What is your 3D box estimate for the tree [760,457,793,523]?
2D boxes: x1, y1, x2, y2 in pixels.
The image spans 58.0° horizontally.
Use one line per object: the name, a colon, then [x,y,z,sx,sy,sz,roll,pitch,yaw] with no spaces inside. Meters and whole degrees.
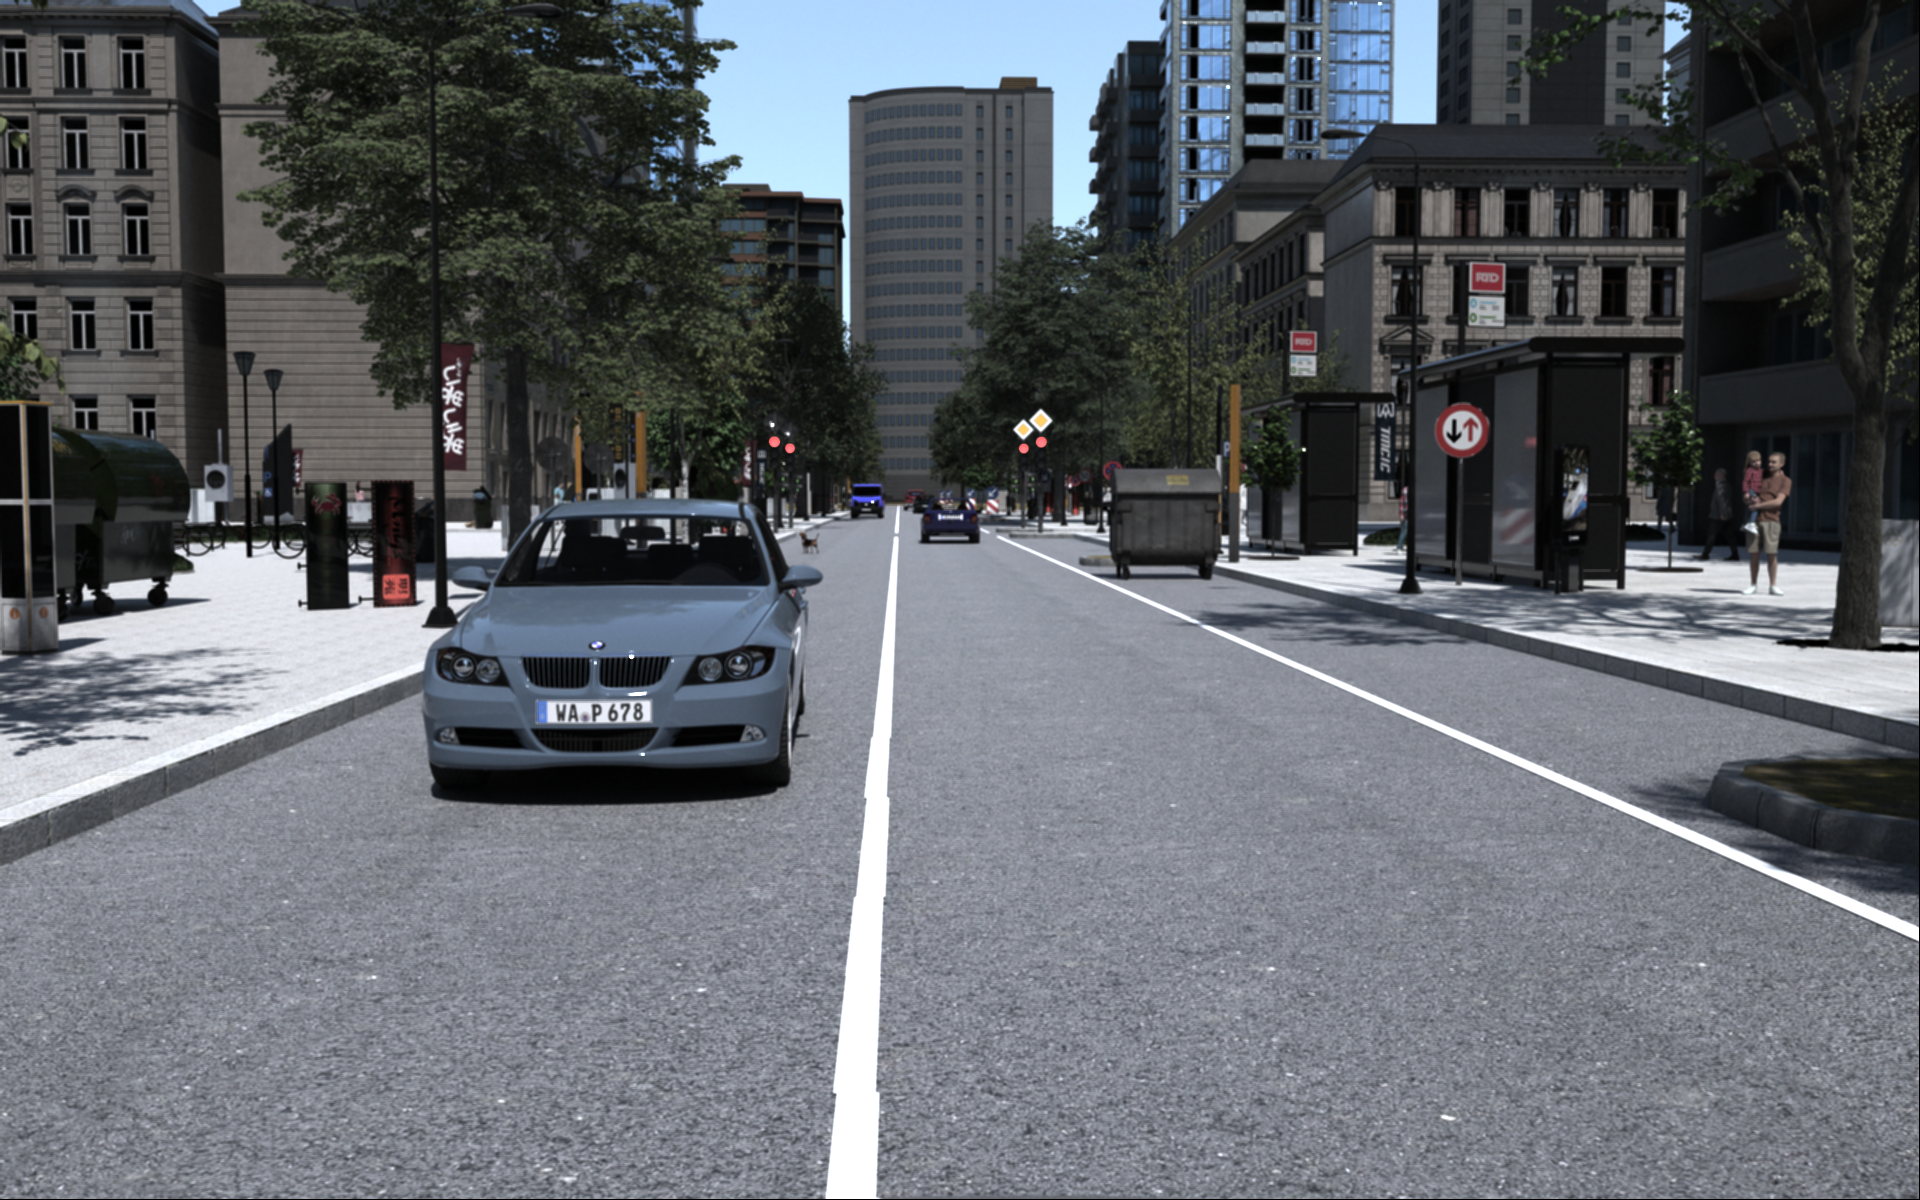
tree: [-8.173,-5.114,78.209,1.663,3.219,1.824,0,3,0]

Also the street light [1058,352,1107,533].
street light: [4.111,-5.158,56.873,1.470,5.913,1.316,0,4,-2]

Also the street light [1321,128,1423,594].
street light: [5.280,-3.037,22.200,1.470,5.913,1.316,0,4,-2]

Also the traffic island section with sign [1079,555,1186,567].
traffic island section with sign: [3.449,-1.614,35.013,1.989,1.847,2.006,0,4,-2]

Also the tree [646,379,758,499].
tree: [-7.031,-3.840,46.504,4.285,4.588,4.351,0,3,0]

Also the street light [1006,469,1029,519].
street light: [3.058,-7.049,87.791,1.470,5.913,1.316,0,4,-2]

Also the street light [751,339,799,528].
street light: [-5.713,-4.863,52.052,1.470,5.913,1.316,0,4,-2]

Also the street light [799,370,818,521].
street light: [-6.195,-5.640,64.761,1.470,5.913,1.316,0,4,-2]

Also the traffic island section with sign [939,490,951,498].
traffic island section with sign: [-2.108,-11.331,193.892,1.989,1.847,2.006,0,4,-2]

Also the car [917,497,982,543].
car: [-0.305,-2.385,51.583,1.945,1.354,3.894,0,4,-1]

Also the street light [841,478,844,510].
street light: [-7.348,-7.790,99.899,1.470,5.913,1.316,0,4,-2]

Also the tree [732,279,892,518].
tree: [-8.510,-10.734,92.505,9.611,12.733,9.660,0,3,0]

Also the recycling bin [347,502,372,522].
recycling bin: [-18.082,-2.423,52.176,0.722,1.027,0.722,-3,5,-42]

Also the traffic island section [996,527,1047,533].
traffic island section: [2.394,-2.617,65.070,2.009,0.180,2.903,0,4,-2]

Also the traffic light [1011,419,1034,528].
traffic light: [2.353,-4.650,64.954,0.839,4.253,0.868,0,4,-2]

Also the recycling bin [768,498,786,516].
recycling bin: [-10.863,-5.569,103.606,0.722,1.027,0.722,1,4,20]

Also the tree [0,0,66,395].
tree: [-5.595,-3.498,7.549,4.737,8.622,4.395,0,3,0]

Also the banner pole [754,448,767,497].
banner pole: [-9.601,-5.665,82.635,0.863,3.779,0.401,-1,4,-12]

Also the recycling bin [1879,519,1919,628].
recycling bin: [9.300,-0.262,16.843,0.722,1.027,0.722,2,4,35]

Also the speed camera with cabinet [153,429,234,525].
speed camera with cabinet: [-23.190,-3.560,52.534,2.038,3.252,0.660,0,4,-5]

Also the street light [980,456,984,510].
street light: [1.790,-9.177,122.579,1.470,5.913,1.316,0,4,-2]

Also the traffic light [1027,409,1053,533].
traffic light: [2.632,-4.162,56.974,0.839,4.253,0.868,0,4,-2]

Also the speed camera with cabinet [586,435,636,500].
speed camera with cabinet: [-9.928,-3.387,49.718,2.038,3.252,0.660,3,5,44]

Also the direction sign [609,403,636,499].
direction sign: [-8.317,-3.135,43.249,0.876,3.537,0.379,0,4,5]

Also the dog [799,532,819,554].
dog: [-3.633,-1.375,41.762,0.540,0.507,0.406,0,4,3]

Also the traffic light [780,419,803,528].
traffic light: [-6.302,-4.631,64.637,0.839,4.253,0.868,0,4,-2]

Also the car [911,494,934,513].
car: [-2.627,-7.307,129.248,2.009,1.686,4.222,0,4,-3]

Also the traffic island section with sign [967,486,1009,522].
traffic island section with sign: [1.530,-4.969,89.870,1.989,1.847,2.006,0,4,-2]

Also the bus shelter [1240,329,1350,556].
bus shelter: [7.772,-3.812,39.960,2.179,5.291,8.768,0,4,-2]

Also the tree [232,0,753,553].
tree: [-7.014,-6.571,25.570,7.486,12.596,7.792,0,3,0]

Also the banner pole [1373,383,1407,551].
banner pole: [9.753,-3.000,39.067,0.863,3.779,0.401,1,4,9]

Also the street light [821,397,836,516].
street light: [-6.795,-6.729,82.562,1.470,5.913,1.316,0,4,-2]

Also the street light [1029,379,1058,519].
street light: [3.679,-5.961,70.010,1.470,5.913,1.316,0,4,-2]

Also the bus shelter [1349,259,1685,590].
bus shelter: [8.455,-3.043,27.382,2.179,5.291,8.768,0,4,-2]

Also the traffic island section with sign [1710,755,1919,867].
traffic island section with sign: [4.418,0.073,7.431,1.989,1.847,2.006,0,4,-2]

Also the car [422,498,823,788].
car: [-1.793,0.122,10.011,2.014,1.417,4.499,0,4,-4]

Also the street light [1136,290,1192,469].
street light: [4.695,-4.098,39.536,1.470,5.913,1.316,0,4,-2]

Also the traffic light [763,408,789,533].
traffic light: [-6.023,-4.143,56.657,0.839,4.253,0.868,0,4,-2]

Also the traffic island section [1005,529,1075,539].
traffic island section: [2.673,-2.129,57.089,2.009,0.180,2.903,0,4,-2]

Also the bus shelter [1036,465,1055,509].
bus shelter: [6.170,-7.974,124.303,2.014,3.302,5.546,0,4,-2]

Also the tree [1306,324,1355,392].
tree: [14.702,-7.435,71.921,4.737,8.622,4.395,0,3,0]

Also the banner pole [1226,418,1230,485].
banner pole: [8.903,-4.138,57.679,0.401,3.779,0.863,0,4,3]

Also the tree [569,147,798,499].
tree: [-5.737,-5.330,37.503,4.737,8.622,4.395,0,3,0]

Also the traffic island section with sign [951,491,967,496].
traffic island section with sign: [0.590,-6.632,117.063,1.989,1.847,2.006,0,4,-2]

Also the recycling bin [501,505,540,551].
recycling bin: [-9.911,-1.622,39.071,0.722,1.027,0.722,-2,4,-27]

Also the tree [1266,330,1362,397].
tree: [15.749,-7.757,77.190,4.360,8.622,3.978,0,3,0]

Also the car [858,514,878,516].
car: [-5.901,-6.206,111.247,2.009,1.686,4.222,0,4,-2]

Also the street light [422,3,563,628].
street light: [-4.461,-2.692,16.555,1.470,5.913,1.316,0,4,-2]

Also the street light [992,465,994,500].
street light: [2.426,-8.115,105.222,1.470,5.913,1.316,0,4,-2]

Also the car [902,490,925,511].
car: [-3.900,-8.773,152.108,2.281,1.827,5.304,0,4,-3]

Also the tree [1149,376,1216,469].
tree: [13.195,-9.439,104.693,4.360,8.622,3.978,0,3,0]

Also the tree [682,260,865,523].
tree: [-7.582,-8.303,70.160,8.767,10.594,7.601,1,4,13]

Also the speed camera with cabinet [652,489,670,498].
speed camera with cabinet: [-9.915,-3.754,55.715,2.038,3.252,0.660,-1,4,-18]

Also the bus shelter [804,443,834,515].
bus shelter: [-9.111,-8.133,110.614,2.179,5.291,8.768,0,4,-2]

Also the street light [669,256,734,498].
street light: [-5.094,-3.752,33.889,1.470,5.913,1.316,0,4,-2]
